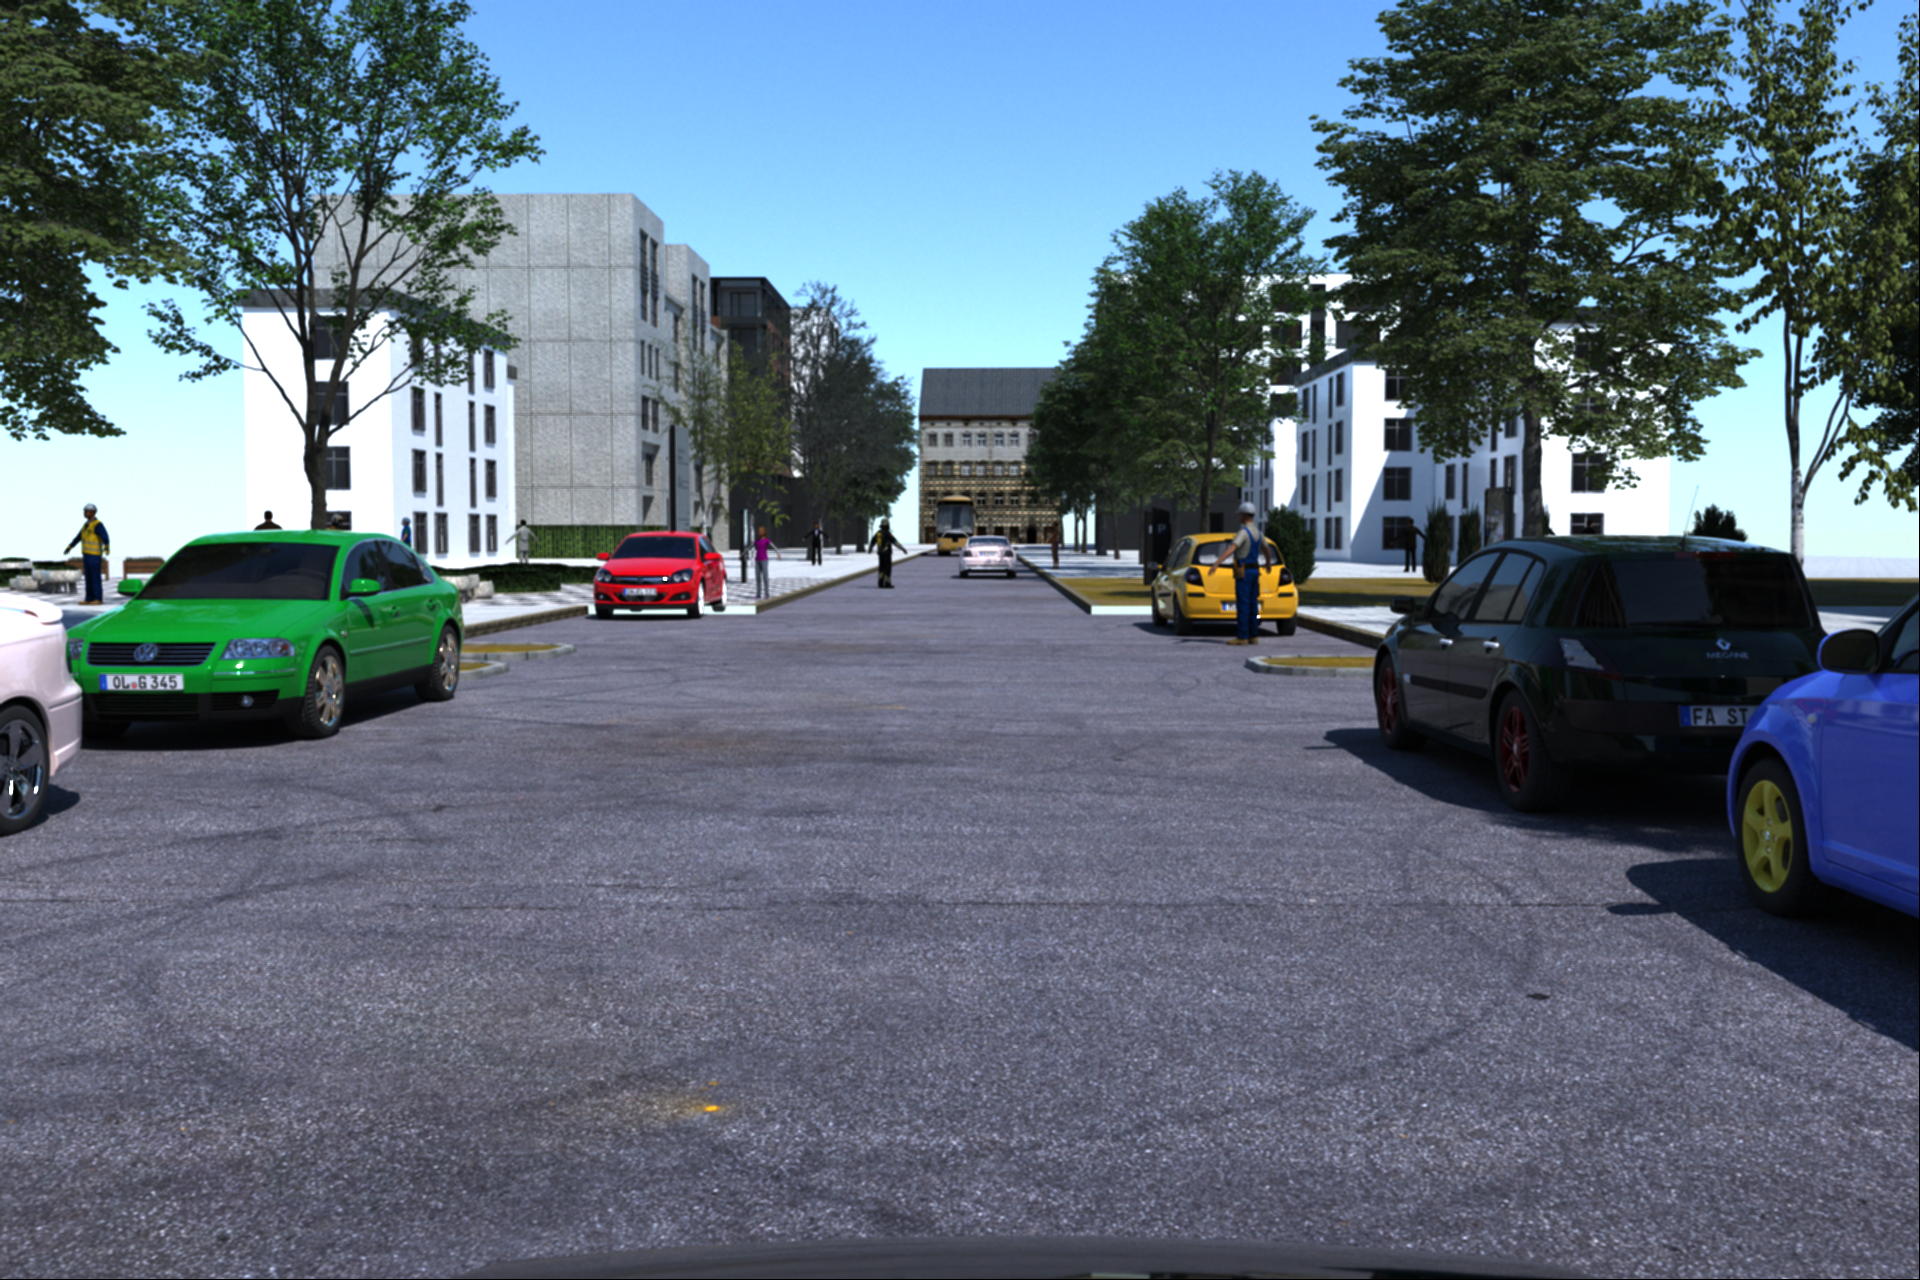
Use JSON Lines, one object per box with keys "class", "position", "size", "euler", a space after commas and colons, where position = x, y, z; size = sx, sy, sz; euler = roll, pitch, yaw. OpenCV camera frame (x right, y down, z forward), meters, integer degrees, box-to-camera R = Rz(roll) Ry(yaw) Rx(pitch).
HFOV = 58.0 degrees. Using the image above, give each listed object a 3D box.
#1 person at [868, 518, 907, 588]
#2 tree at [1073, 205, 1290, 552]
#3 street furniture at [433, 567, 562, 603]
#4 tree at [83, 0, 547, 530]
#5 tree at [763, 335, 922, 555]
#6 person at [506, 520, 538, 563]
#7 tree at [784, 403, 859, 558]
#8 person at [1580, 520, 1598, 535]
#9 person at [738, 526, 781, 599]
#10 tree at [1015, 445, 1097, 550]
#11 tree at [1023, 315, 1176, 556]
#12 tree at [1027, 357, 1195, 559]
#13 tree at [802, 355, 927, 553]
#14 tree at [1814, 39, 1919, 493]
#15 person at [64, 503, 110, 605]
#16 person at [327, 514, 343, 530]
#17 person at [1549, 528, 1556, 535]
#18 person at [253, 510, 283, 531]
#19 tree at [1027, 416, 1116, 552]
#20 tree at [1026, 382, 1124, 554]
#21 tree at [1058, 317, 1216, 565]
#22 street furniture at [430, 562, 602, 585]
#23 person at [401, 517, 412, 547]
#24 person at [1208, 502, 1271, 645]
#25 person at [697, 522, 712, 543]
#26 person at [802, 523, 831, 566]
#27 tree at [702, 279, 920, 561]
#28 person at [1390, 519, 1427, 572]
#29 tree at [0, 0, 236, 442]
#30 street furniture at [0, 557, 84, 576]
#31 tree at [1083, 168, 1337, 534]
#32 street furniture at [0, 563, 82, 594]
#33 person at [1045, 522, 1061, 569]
{"class": "person", "position": [-1.964, -2.297, 45.788], "size": [1.354, 1.856, 0.705], "euler": [3, 5, 40]}
{"class": "tree", "position": [7.593, -8.689, 60.189], "size": [7.486, 12.596, 7.792], "euler": [0, 3, 0]}
{"class": "street furniture", "position": [-11.616, -1.252, 36.091], "size": [5.734, 0.657, 10.072], "euler": [0, 4, -1]}
{"class": "tree", "position": [-10.973, -6.343, 29.457], "size": [9.928, 11.665, 9.643], "euler": [0, 3, 0]}
{"class": "tree", "position": [-7.467, -12.008, 106.700], "size": [12.009, 13.543, 11.850], "euler": [0, 3, 0]}
{"class": "person", "position": [-16.062, -3.515, 63.656], "size": [0.705, 1.806, 1.347], "euler": [3, 5, 44]}
{"class": "tree", "position": [-7.458, -8.727, 93.052], "size": [4.360, 8.622, 3.978], "euler": [0, 3, 0]}
{"class": "person", "position": [23.009, -3.490, 63.242], "size": [0.705, 1.806, 1.347], "euler": [-1, 4, -22]}
{"class": "person", "position": [-3.940, -1.522, 34.156], "size": [0.991, 1.433, 0.599], "euler": [2, 4, 26]}
{"class": "tree", "position": [7.785, -12.321, 135.854], "size": [7.601, 10.594, 8.767], "euler": [0, 4, 4]}
{"class": "tree", "position": [8.192, -11.876, 100.833], "size": [9.857, 13.997, 8.962], "euler": [0, 3, 0]}
{"class": "tree", "position": [7.882, -9.364, 87.515], "size": [8.767, 10.594, 7.601], "euler": [-1, 4, -14]}
{"class": "tree", "position": [-6.902, -13.041, 119.877], "size": [9.857, 13.997, 8.962], "euler": [0, 3, 0]}
{"class": "tree", "position": [24.279, -8.119, 39.407], "size": [9.857, 13.997, 8.962], "euler": [0, 3, 0]}
{"class": "person", "position": [-15.733, -1.551, 31.331], "size": [1.349, 1.833, 0.705], "euler": [2, 4, 33]}
{"class": "person", "position": [-18.019, -2.716, 50.178], "size": [0.705, 1.858, 1.354], "euler": [0, 4, -1]}
{"class": "person", "position": [18.487, -2.994, 54.883], "size": [1.347, 1.837, 0.705], "euler": [3, 5, 41]}
{"class": "person", "position": [-15.502, -2.001, 38.849], "size": [1.346, 1.812, 0.704], "euler": [-2, 4, -29]}
{"class": "tree", "position": [8.518, -12.171, 124.749], "size": [9.928, 11.665, 9.643], "euler": [0, 3, 0]}
{"class": "tree", "position": [8.078, -11.460, 113.122], "size": [9.928, 11.665, 9.643], "euler": [0, 3, 0]}
{"class": "tree", "position": [7.393, -8.438, 72.378], "size": [7.601, 10.594, 8.767], "euler": [-3, 5, -42]}
{"class": "street furniture", "position": [-11.681, -1.941, 47.368], "size": [10.072, 0.657, 5.734], "euler": [2, 4, 32]}
{"class": "person", "position": [-17.855, -3.036, 55.763], "size": [0.704, 1.817, 1.347], "euler": [-1, 4, -12]}
{"class": "person", "position": [3.691, -0.864, 22.438], "size": [0.705, 1.847, 1.347], "euler": [3, 5, 43]}
{"class": "person", "position": [-10.443, -3.875, 69.823], "size": [0.721, 1.772, 1.216], "euler": [3, 5, 40]}
{"class": "person", "position": [-5.837, -3.899, 70.463], "size": [1.216, 1.740, 0.721], "euler": [0, 4, -2]}
{"class": "tree", "position": [-7.054, -10.538, 82.668], "size": [12.009, 13.543, 11.850], "euler": [0, 3, 0]}
{"class": "person", "position": [15.210, -3.196, 58.476], "size": [1.346, 1.802, 0.704], "euler": [0, 4, -5]}
{"class": "tree", "position": [-11.922, -6.175, 19.086], "size": [7.486, 12.596, 7.792], "euler": [0, 3, 0]}
{"class": "street furniture", "position": [-29.141, -2.177, 51.227], "size": [5.734, 0.657, 10.072], "euler": [-1, 4, -13]}
{"class": "tree", "position": [7.124, -7.567, 49.475], "size": [9.928, 11.665, 9.643], "euler": [0, 3, 0]}
{"class": "street furniture", "position": [-23.291, -1.455, 39.410], "size": [5.734, 0.657, 10.072], "euler": [-2, 4, -35]}
{"class": "person", "position": [3.396, -3.439, 63.030], "size": [0.721, 1.733, 1.217], "euler": [2, 4, 29]}
